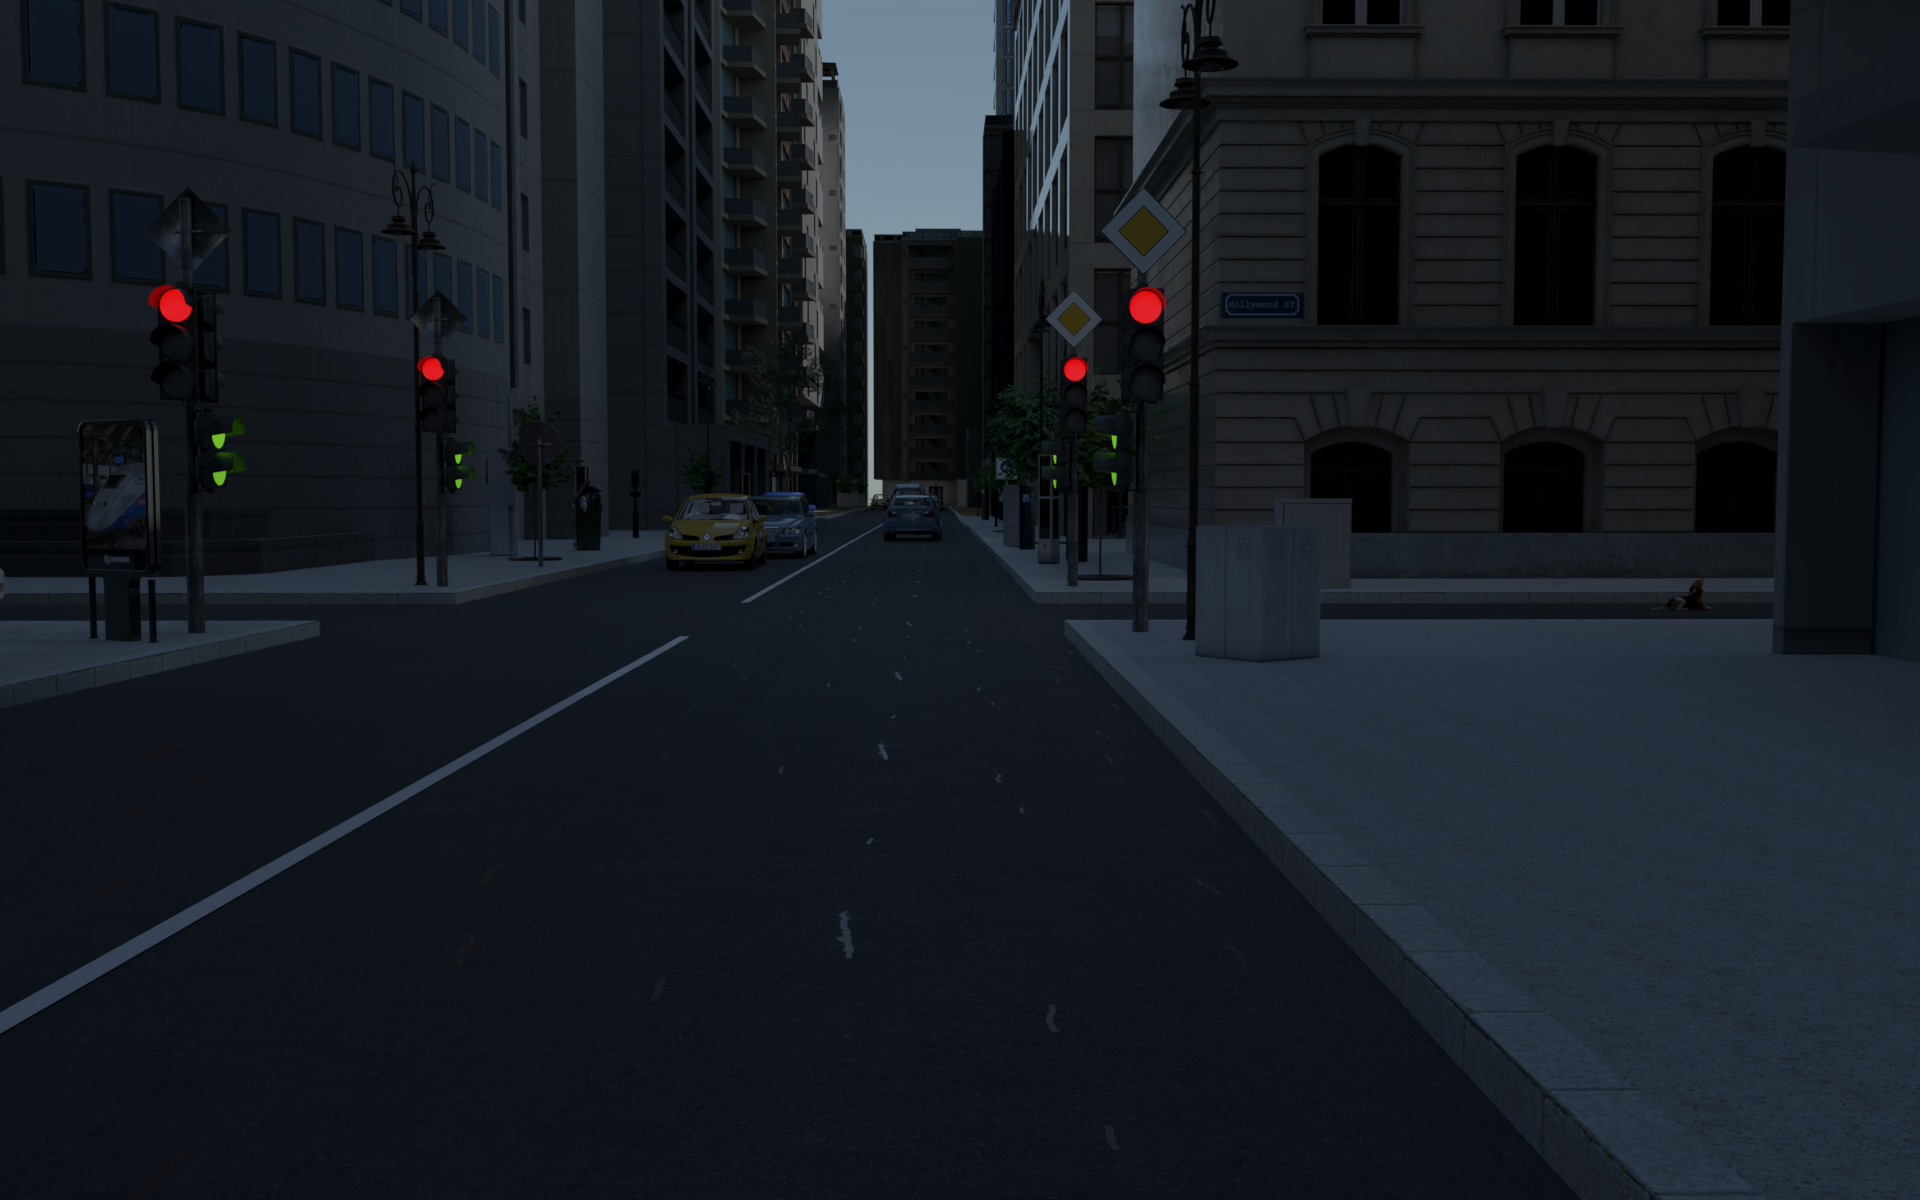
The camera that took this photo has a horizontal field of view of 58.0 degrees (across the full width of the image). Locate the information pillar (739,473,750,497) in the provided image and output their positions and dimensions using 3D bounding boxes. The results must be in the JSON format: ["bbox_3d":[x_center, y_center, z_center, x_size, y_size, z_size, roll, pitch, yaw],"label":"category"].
[{"bbox_3d":[-7.686,-3.501,61.741,0.304,2.012,0.304,-2,4,-32],"label":"information pillar"}]

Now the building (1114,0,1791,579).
[{"bbox_3d":[20.676,-12.953,30.868,34.723,24.649,14.460,0,4,-1],"label":"building"}]

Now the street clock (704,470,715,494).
[{"bbox_3d":[-7.573,-2.921,52.329,0.358,2.002,0.471,-1,4,-15],"label":"street clock"}]

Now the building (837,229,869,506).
[{"bbox_3d":[-17.214,-25.598,190.221,14.107,30.474,14.160,0,4,-1],"label":"building"}]

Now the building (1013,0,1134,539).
[{"bbox_3d":[12.436,-15.975,65.714,19.350,26.468,34.151,0,4,-1],"label":"building"}]

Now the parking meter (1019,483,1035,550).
[{"bbox_3d":[1.556,-1.937,40.073,0.372,1.533,0.369,0,3,0],"label":"parking meter"}]

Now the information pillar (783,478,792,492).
[{"bbox_3d":[-8.022,-4.666,80.785,0.304,2.012,0.304,2,4,25],"label":"information pillar"}]

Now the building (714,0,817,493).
[{"bbox_3d":[-21.022,-28.035,112.998,22.147,44.769,28.867,0,4,-1],"label":"building"}]

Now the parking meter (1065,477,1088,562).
[{"bbox_3d":[2.213,-1.663,32.907,0.399,1.863,0.255,3,4,38],"label":"parking meter"}]

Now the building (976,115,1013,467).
[{"bbox_3d":[8.717,-22.243,135.377,14.160,30.474,14.107,0,4,-1],"label":"building"}]

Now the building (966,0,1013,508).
[{"bbox_3d":[12.019,-51.633,156.863,22.319,86.520,31.000,0,4,-1],"label":"building"}]

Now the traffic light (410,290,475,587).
[{"bbox_3d":[-7.158,-2.139,23.889,0.839,4.253,0.868,0,4,-1],"label":"traffic light"}]

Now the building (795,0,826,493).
[{"bbox_3d":[-25.264,-33.747,141.003,28.713,52.752,27.495,0,4,-1],"label":"building"}]

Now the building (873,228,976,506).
[{"bbox_3d":[-2.555,-25.658,191.211,14.107,30.474,14.160,0,4,-1],"label":"building"}]

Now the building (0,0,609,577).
[{"bbox_3d":[-20.984,-30.264,36.817,21.231,58.520,28.212,0,4,-1],"label":"building"}]

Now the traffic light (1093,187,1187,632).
[{"bbox_3d":[1.664,-1.659,16.043,0.839,4.253,0.868,0,4,-1],"label":"traffic light"}]

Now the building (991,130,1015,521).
[{"bbox_3d":[8.034,-15.964,90.694,12.332,23.373,15.834,0,4,-1],"label":"building"}]

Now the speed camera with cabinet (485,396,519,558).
[{"bbox_3d":[-9.414,-2.526,35.634,0.660,3.252,2.038,-1,4,-13],"label":"speed camera with cabinet"}]

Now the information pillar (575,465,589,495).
[{"bbox_3d":[-9.651,-2.431,44.247,0.304,2.012,0.304,0,4,1],"label":"information pillar"}]

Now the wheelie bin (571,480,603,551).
[{"bbox_3d":[-8.482,-1.929,39.454,0.693,1.594,0.980,-1,4,-19],"label":"wheelie bin"}]

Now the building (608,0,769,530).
[{"bbox_3d":[-18.535,-38.582,69.068,20.563,71.187,20.611,0,4,-1],"label":"building"}]

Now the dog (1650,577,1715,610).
[{"bbox_3d":[8.942,-0.076,21.440,0.748,0.427,0.550,2,4,25],"label":"dog"}]

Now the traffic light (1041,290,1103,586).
[{"bbox_3d":[1.552,-2.147,24.027,0.839,4.253,0.868,0,4,-1],"label":"traffic light"}]

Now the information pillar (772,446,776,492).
[{"bbox_3d":[-9.075,-5.706,84.643,0.183,3.616,0.504,-1,4,-18],"label":"information pillar"}]

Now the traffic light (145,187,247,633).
[{"bbox_3d":[-7.046,-1.650,15.905,0.839,4.253,0.868,0,4,-1],"label":"traffic light"}]

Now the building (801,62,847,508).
[{"bbox_3d":[-18.089,-29.553,166.781,14.086,41.232,14.154,0,4,-1],"label":"building"}]

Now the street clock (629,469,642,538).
[{"bbox_3d":[-9.429,-2.798,50.317,0.358,2.002,0.471,-1,4,-10],"label":"street clock"}]

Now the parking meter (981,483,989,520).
[{"bbox_3d":[1.241,-4.861,85.182,0.255,1.863,0.399,-2,4,-31],"label":"parking meter"}]

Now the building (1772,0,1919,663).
[{"bbox_3d":[17.821,-25.144,0.350,28.713,52.752,27.495,0,4,-1],"label":"building"}]

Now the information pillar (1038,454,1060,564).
[{"bbox_3d":[1.634,-1.670,31.789,0.304,2.012,0.304,2,4,35],"label":"information pillar"}]

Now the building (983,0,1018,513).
[{"bbox_3d":[12.025,-41.505,116.852,20.563,71.187,20.611,0,4,-1],"label":"building"}]

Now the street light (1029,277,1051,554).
[{"bbox_3d":[1.743,-3.934,37.103,0.468,5.910,1.993,0,4,-1],"label":"street light"}]
